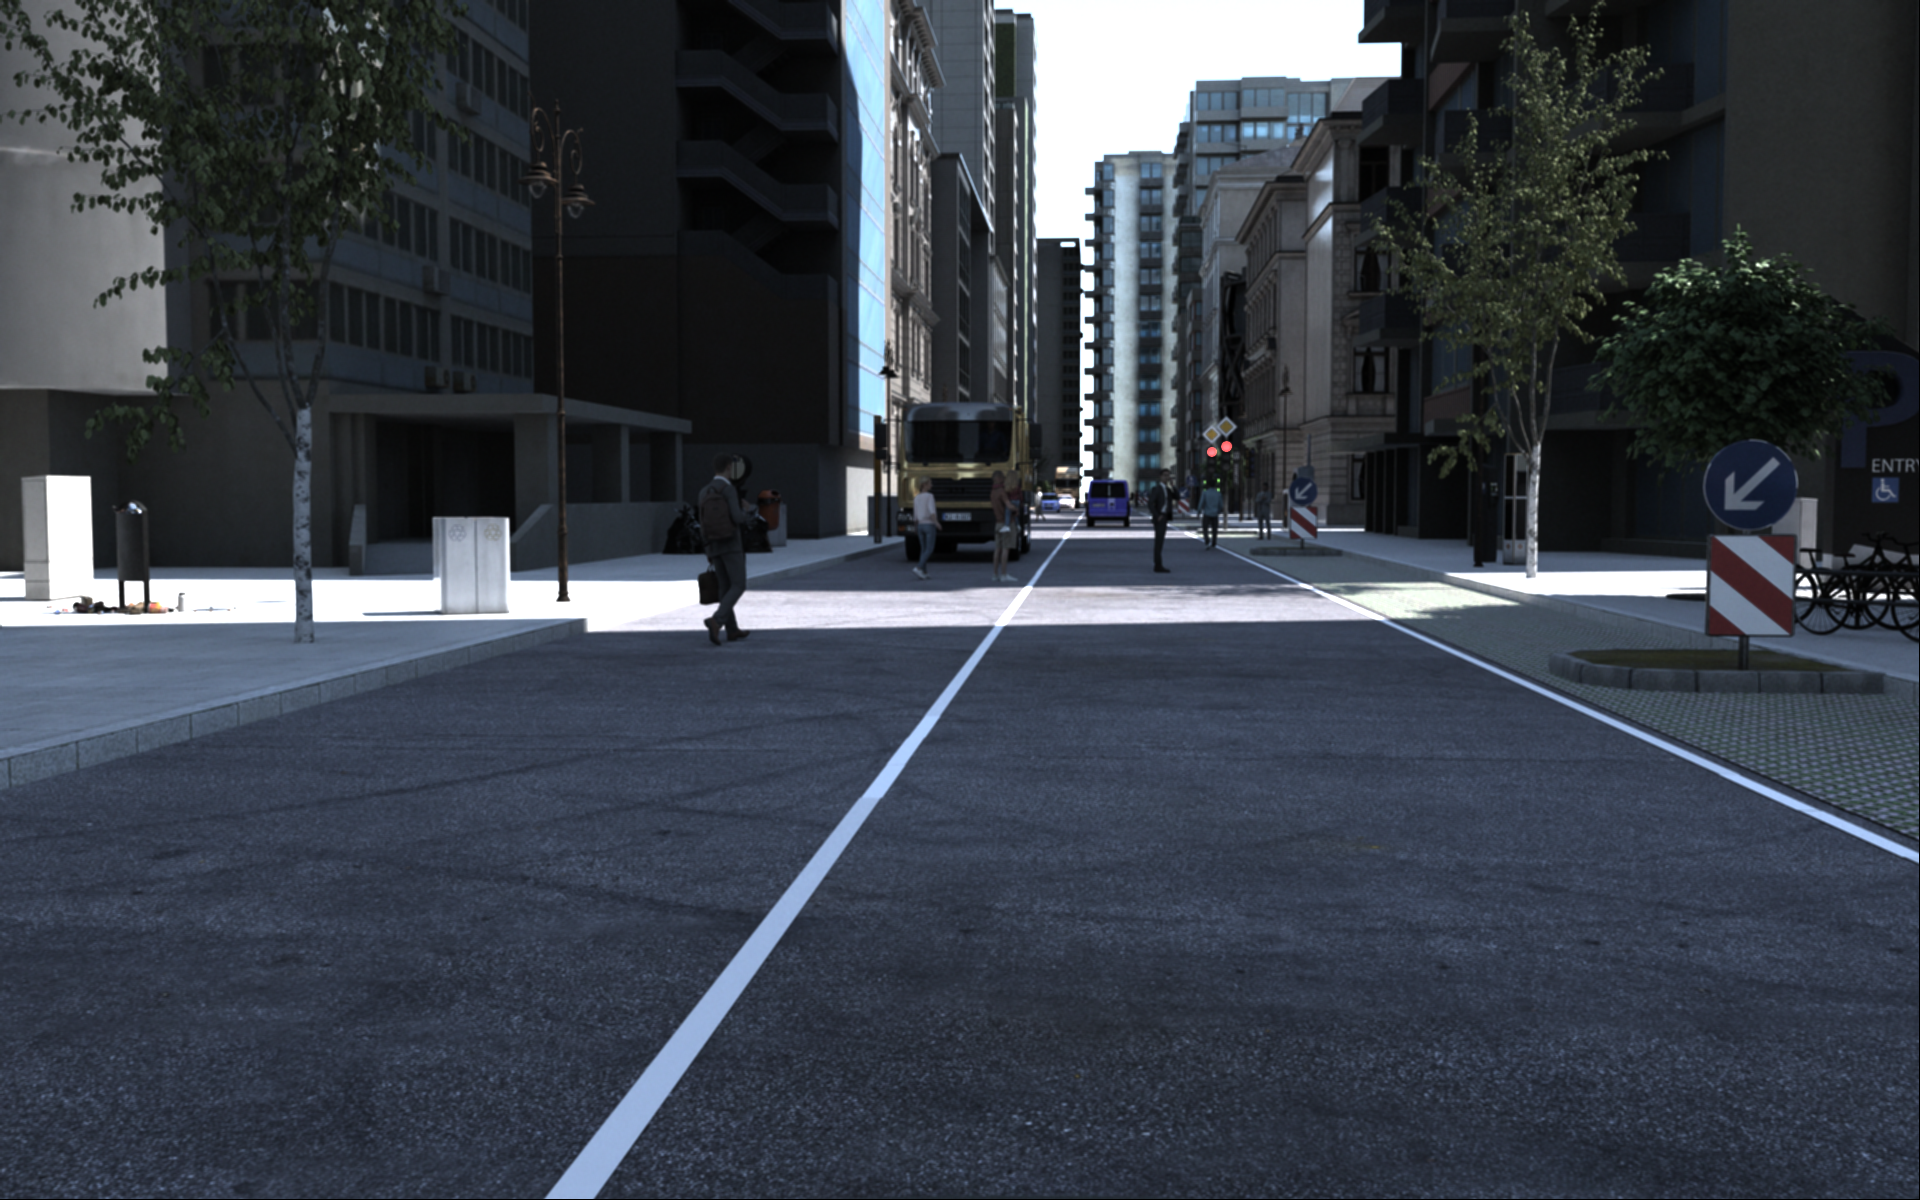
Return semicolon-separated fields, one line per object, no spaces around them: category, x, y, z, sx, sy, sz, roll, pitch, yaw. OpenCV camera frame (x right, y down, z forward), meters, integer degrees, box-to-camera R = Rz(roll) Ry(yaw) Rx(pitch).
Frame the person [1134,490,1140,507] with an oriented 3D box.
person;19.763;-11.358;194.143;0.705;1.831;1.348;3;5;43

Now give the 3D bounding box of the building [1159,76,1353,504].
building;36.258;-35.655;202.572;23.786;49.044;30.456;0;4;5

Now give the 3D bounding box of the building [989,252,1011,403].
building;-1.430;-17.478;134.915;9.793;20.994;18.267;0;4;5

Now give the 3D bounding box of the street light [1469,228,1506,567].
street light;9.143;-3.521;30.360;0.468;5.910;1.993;0;4;5

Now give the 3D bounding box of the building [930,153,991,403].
building;-6.014;-17.846;110.853;14.314;24.678;30.058;0;4;5

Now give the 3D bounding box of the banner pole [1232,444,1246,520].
banner pole;13.856;-5.872;86.032;0.863;3.779;0.401;3;5;41

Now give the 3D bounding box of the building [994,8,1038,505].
building;-4.853;-40.909;210.857;28.212;58.520;21.231;0;4;5

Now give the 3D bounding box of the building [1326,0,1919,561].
building;22.465;-23.864;44.793;22.147;44.769;28.867;0;4;5

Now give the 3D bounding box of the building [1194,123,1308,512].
building;25.551;-21.304;134.228;13.634;28.700;20.117;0;4;5

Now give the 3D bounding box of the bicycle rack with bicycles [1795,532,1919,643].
bicycle rack with bicycles;8.546;-0.146;15.765;2.852;0.926;2.925;-3;4;-36

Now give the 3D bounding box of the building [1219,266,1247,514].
building;25.813;-15.203;116.022;16.820;18.784;16.811;0;4;5

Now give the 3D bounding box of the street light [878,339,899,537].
street light;-2.131;-4.834;51.829;0.468;5.910;1.993;0;4;5

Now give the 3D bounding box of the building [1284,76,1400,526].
building;24.361;-12.808;74.039;19.286;19.102;10.561;0;4;5

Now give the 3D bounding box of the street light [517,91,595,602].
street light;-4.725;-2.916;20.457;0.468;5.910;1.993;0;4;5

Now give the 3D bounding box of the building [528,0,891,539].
building;-10.113;-24.783;55.308;14.200;45.320;14.600;0;4;5

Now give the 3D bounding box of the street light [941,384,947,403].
street light;-0.615;-6.024;71.275;0.468;5.910;1.993;0;4;5

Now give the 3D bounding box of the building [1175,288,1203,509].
building;34.381;-19.209;159.105;27.650;21.520;28.899;0;4;5

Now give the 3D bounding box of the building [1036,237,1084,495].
building;5.529;-33.896;246.074;23.993;40.220;32.217;0;4;5

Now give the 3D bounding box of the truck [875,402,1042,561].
truck;0.229;-2.667;39.536;3.469;3.379;9.791;0;4;4

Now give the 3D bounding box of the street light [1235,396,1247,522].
street light;13.057;-6.582;80.409;0.468;5.910;1.993;0;4;5

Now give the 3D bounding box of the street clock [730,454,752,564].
street clock;-4.033;-1.647;31.499;0.471;2.002;0.358;2;4;27

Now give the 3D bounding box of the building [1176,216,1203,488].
building;29.714;-25.055;181.349;14.160;30.474;14.107;0;4;5

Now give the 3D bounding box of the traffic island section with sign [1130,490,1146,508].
traffic island section with sign;20.503;-11.654;199.162;1.989;1.847;2.006;0;4;5

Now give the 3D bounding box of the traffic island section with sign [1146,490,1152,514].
traffic island section with sign;14.484;-7.045;123.805;1.989;1.847;2.006;0;4;5

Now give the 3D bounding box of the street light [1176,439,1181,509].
street light;18.170;-10.477;144.084;0.468;5.910;1.993;0;4;5

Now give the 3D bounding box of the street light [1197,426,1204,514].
street light;15.635;-8.547;112.534;0.468;5.910;1.993;0;4;5

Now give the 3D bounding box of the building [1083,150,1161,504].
building;32.456;-37.944;239.995;30.456;49.044;23.786;0;4;5

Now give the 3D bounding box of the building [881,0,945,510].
building;-8.573;-18.117;83.610;14.401;28.519;23.554;0;4;5

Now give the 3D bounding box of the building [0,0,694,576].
building;-22.792;-21.011;35.415;32.217;40.220;23.993;0;4;5

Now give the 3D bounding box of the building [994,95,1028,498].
building;-0.561;-29.975;173.684;14.154;41.232;14.086;0;4;5

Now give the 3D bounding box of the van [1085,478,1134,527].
van;6.633;-4.449;77.131;2.240;2.365;5.245;0;4;6

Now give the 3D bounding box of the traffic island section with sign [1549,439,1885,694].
traffic island section with sign;5.673;-0.287;13.319;1.989;1.847;2.006;0;4;5

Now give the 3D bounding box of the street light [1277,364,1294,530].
street light;11.575;-5.438;61.701;0.468;5.910;1.993;0;4;5

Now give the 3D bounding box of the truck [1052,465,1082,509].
truck;10.495;-11.008;168.889;2.839;4.237;11.283;0;4;4

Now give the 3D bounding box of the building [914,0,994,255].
building;-5.164;-43.885;155.765;20.563;71.187;20.611;0;4;5

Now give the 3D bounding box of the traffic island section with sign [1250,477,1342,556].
traffic island section with sign;7.844;-1.955;40.591;1.989;1.847;2.006;0;4;5

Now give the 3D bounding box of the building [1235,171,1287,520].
building;20.721;-13.952;92.743;10.561;19.102;19.286;0;4;5

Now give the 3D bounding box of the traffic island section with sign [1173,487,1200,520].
traffic island section with sign;12.290;-5.363;96.319;1.989;1.847;2.006;0;4;5
